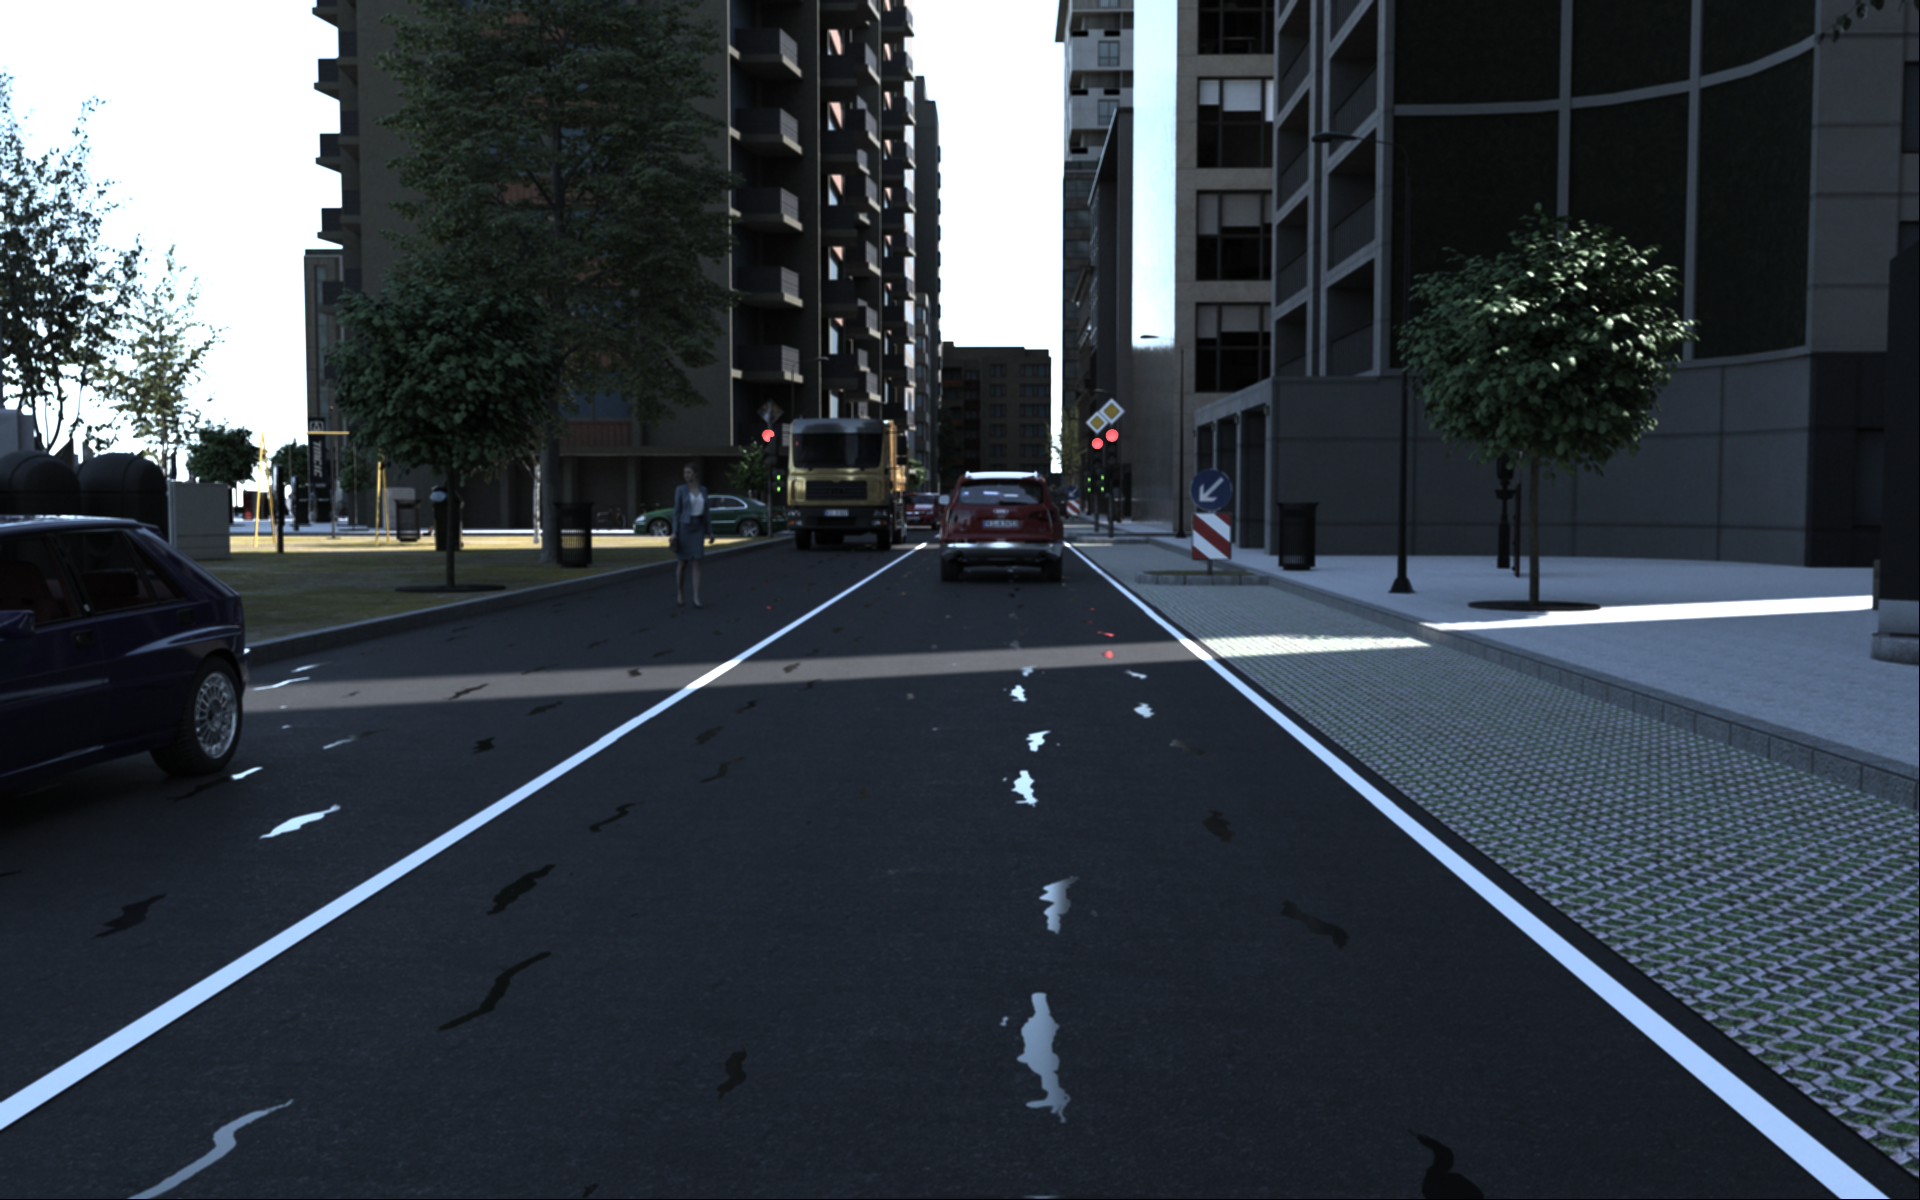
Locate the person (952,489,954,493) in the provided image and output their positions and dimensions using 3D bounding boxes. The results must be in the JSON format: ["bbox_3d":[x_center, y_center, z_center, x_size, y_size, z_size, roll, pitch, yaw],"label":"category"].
[{"bbox_3d":[-0.242,-5.866,105.086,0.598,1.740,0.731,0,4,-1],"label":"person"}]

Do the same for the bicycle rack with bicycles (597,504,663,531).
[{"bbox_3d":[-11.427,-2.899,60.776,2.852,0.926,2.925,0,4,5],"label":"bicycle rack with bicycles"}]

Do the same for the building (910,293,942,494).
[{"bbox_3d":[-16.348,-19.497,163.808,27.650,21.520,28.899,0,4,1],"label":"building"}]

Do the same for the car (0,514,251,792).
[{"bbox_3d":[-4.729,0.303,7.632,1.945,1.354,3.894,0,4,3],"label":"car"}]

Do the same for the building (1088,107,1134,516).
[{"bbox_3d":[15.151,-17.128,99.104,14.314,24.678,30.058,0,4,1],"label":"building"}]

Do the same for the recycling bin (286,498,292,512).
[{"bbox_3d":[-46.815,-6.629,120.943,0.722,1.027,0.722,-3,5,-41],"label":"recycling bin"}]

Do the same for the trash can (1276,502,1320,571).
[{"bbox_3d":[5.688,-1.074,29.220,0.748,1.137,0.748,0,3,0],"label":"trash can"}]

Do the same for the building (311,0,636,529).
[{"bbox_3d":[-15.074,-25.738,75.437,22.147,44.769,28.867,0,4,1],"label":"building"}]

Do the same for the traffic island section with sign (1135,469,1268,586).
[{"bbox_3d":[3.847,-1.179,27.911,1.989,1.847,2.006,0,4,1],"label":"traffic island section with sign"}]

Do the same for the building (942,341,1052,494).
[{"bbox_3d":[-2.558,-23.633,231.430,28.899,21.520,27.650,0,4,1],"label":"building"}]

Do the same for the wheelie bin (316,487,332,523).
[{"bbox_3d":[-28.731,-4.275,77.804,0.980,1.594,0.693,-3,5,-40],"label":"wheelie bin"}]

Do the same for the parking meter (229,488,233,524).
[{"bbox_3d":[-31.529,-4.050,74.626,0.372,1.533,0.369,0,3,0],"label":"parking meter"}]

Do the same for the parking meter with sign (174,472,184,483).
[{"bbox_3d":[-50.500,-7.140,112.998,1.738,3.016,0.543,1,4,12],"label":"parking meter with sign"}]

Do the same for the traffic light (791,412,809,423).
[{"bbox_3d":[-5.348,-4.276,58.830,0.839,4.253,0.868,0,4,1],"label":"traffic light"}]

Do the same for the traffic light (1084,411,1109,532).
[{"bbox_3d":[4.610,-4.261,58.586,0.839,4.253,0.868,0,4,1],"label":"traffic light"}]

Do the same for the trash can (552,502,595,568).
[{"bbox_3d":[-6.751,-1.140,30.287,0.748,1.137,0.748,0,3,0],"label":"trash can"}]

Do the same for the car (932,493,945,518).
[{"bbox_3d":[-1.815,-5.806,103.965,2.155,1.783,4.494,0,4,1],"label":"car"}]

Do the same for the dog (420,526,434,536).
[{"bbox_3d":[-17.379,-2.223,56.540,0.550,0.427,0.748,-3,5,-40],"label":"dog"}]

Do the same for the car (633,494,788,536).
[{"bbox_3d":[-7.822,-2.608,54.434,4.920,1.459,2.131,0,4,3],"label":"car"}]

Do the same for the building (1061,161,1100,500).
[{"bbox_3d":[15.930,-23.307,152.778,14.160,30.474,14.107,0,4,1],"label":"building"}]

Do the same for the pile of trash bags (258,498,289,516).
[{"bbox_3d":[-40.808,-5.754,103.829,3.447,1.369,1.912,-3,4,-39],"label":"pile of trash bags"}]

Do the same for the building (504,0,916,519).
[{"bbox_3d":[-14.334,-28.032,112.943,22.147,44.769,28.867,0,4,1],"label":"building"}]

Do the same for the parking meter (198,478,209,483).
[{"bbox_3d":[-28.118,-3.595,64.494,0.399,1.863,0.255,-1,4,-15],"label":"parking meter"}]

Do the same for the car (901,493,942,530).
[{"bbox_3d":[-1.713,-3.754,70.423,2.155,1.783,4.494,0,4,3],"label":"car"}]

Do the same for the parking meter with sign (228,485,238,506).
[{"bbox_3d":[-50.239,-7.456,118.170,1.738,3.016,0.543,-1,4,-18],"label":"parking meter with sign"}]

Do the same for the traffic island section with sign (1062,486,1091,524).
[{"bbox_3d":[5.310,-4.584,83.574,1.989,1.847,2.006,0,4,1],"label":"traffic island section with sign"}]

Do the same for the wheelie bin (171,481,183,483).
[{"bbox_3d":[-18.511,-1.992,40.477,0.980,1.594,0.693,-1,4,-13],"label":"wheelie bin"}]

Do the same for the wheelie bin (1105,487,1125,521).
[{"bbox_3d":[7.273,-4.514,81.714,0.980,1.594,0.693,-2,4,-28],"label":"wheelie bin"}]

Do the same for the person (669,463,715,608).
[{"bbox_3d":[-3.403,-0.820,21.928,0.581,1.822,0.654,-1,4,-17],"label":"person"}]

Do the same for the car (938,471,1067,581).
[{"bbox_3d":[0.726,-1.308,30.062,2.281,1.827,5.304,0,4,2],"label":"car"}]

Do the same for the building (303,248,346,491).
[{"bbox_3d":[-67.740,-26.471,204.507,14.107,30.474,14.160,0,4,1],"label":"building"}]

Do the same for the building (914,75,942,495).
[{"bbox_3d":[-13.083,-35.148,198.371,21.600,48.544,21.300,0,4,1],"label":"building"}]

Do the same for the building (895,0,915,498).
[{"bbox_3d":[-11.002,-30.037,141.222,14.600,45.320,14.200,0,4,1],"label":"building"}]

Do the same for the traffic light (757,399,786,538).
[{"bbox_3d":[-5.557,-3.788,50.847,0.839,4.253,0.868,0,4,1],"label":"traffic light"}]

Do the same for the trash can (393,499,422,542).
[{"bbox_3d":[-14.825,-2.133,46.525,0.748,1.137,0.748,0,3,0],"label":"trash can"}]

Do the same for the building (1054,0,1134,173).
[{"bbox_3d":[24.126,-35.726,173.363,28.713,52.752,27.495,0,4,1],"label":"building"}]

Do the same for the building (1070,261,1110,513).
[{"bbox_3d":[13.503,-15.861,123.951,10.561,19.102,19.286,0,4,1],"label":"building"}]

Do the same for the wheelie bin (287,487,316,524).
[{"bbox_3d":[-28.213,-4.042,73.993,0.980,1.594,0.693,-2,4,-28],"label":"wheelie bin"}]

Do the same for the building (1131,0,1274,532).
[{"bbox_3d":[24.391,-16.023,66.495,34.151,26.468,19.350,0,4,1],"label":"building"}]

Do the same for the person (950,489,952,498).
[{"bbox_3d":[-0.566,-7.307,128.305,0.444,1.785,0.601,-3,5,-43],"label":"person"}]

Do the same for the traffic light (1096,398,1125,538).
[{"bbox_3d":[4.401,-3.773,50.604,0.839,4.253,0.868,0,4,1],"label":"traffic light"}]

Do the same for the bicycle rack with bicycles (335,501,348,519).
[{"bbox_3d":[-31.009,-4.609,88.734,2.852,0.926,2.925,1,4,16],"label":"bicycle rack with bicycles"}]

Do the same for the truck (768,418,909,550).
[{"bbox_3d":[-2.943,-3.119,46.913,3.469,3.379,9.791,0,4,2],"label":"truck"}]

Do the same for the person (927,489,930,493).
[{"bbox_3d":[-2.248,-6.976,122.746,0.721,1.800,0.419,-1,4,-13],"label":"person"}]

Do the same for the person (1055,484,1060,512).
[{"bbox_3d":[3.985,-3.976,73.371,0.748,1.841,0.638,1,4,11],"label":"person"}]

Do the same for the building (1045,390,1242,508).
[{"bbox_3d":[20.335,-46.461,197.894,20.563,71.187,20.611,0,4,1],"label":"building"}]

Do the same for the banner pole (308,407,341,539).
[{"bbox_3d":[-18.214,-3.643,49.578,0.863,3.779,0.401,-1,4,-20],"label":"banner pole"}]

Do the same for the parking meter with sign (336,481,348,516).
[{"bbox_3d":[-36.039,-6.424,101.286,0.543,3.016,1.738,-3,5,-42],"label":"parking meter with sign"}]

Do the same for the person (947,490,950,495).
[{"bbox_3d":[-1.124,-9.230,159.414,0.705,1.824,1.348,1,4,14],"label":"person"}]

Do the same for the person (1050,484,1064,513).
[{"bbox_3d":[3.288,-3.134,60.156,0.576,1.772,0.534,-2,4,-31],"label":"person"}]

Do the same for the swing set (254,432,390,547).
[{"bbox_3d":[-15.981,-2.825,43.809,3.119,2.851,2.862,-1,4,-12],"label":"swing set"}]

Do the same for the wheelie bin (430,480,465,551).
[{"bbox_3d":[-11.634,-1.920,39.304,0.693,1.594,0.980,-1,4,-9],"label":"wheelie bin"}]
